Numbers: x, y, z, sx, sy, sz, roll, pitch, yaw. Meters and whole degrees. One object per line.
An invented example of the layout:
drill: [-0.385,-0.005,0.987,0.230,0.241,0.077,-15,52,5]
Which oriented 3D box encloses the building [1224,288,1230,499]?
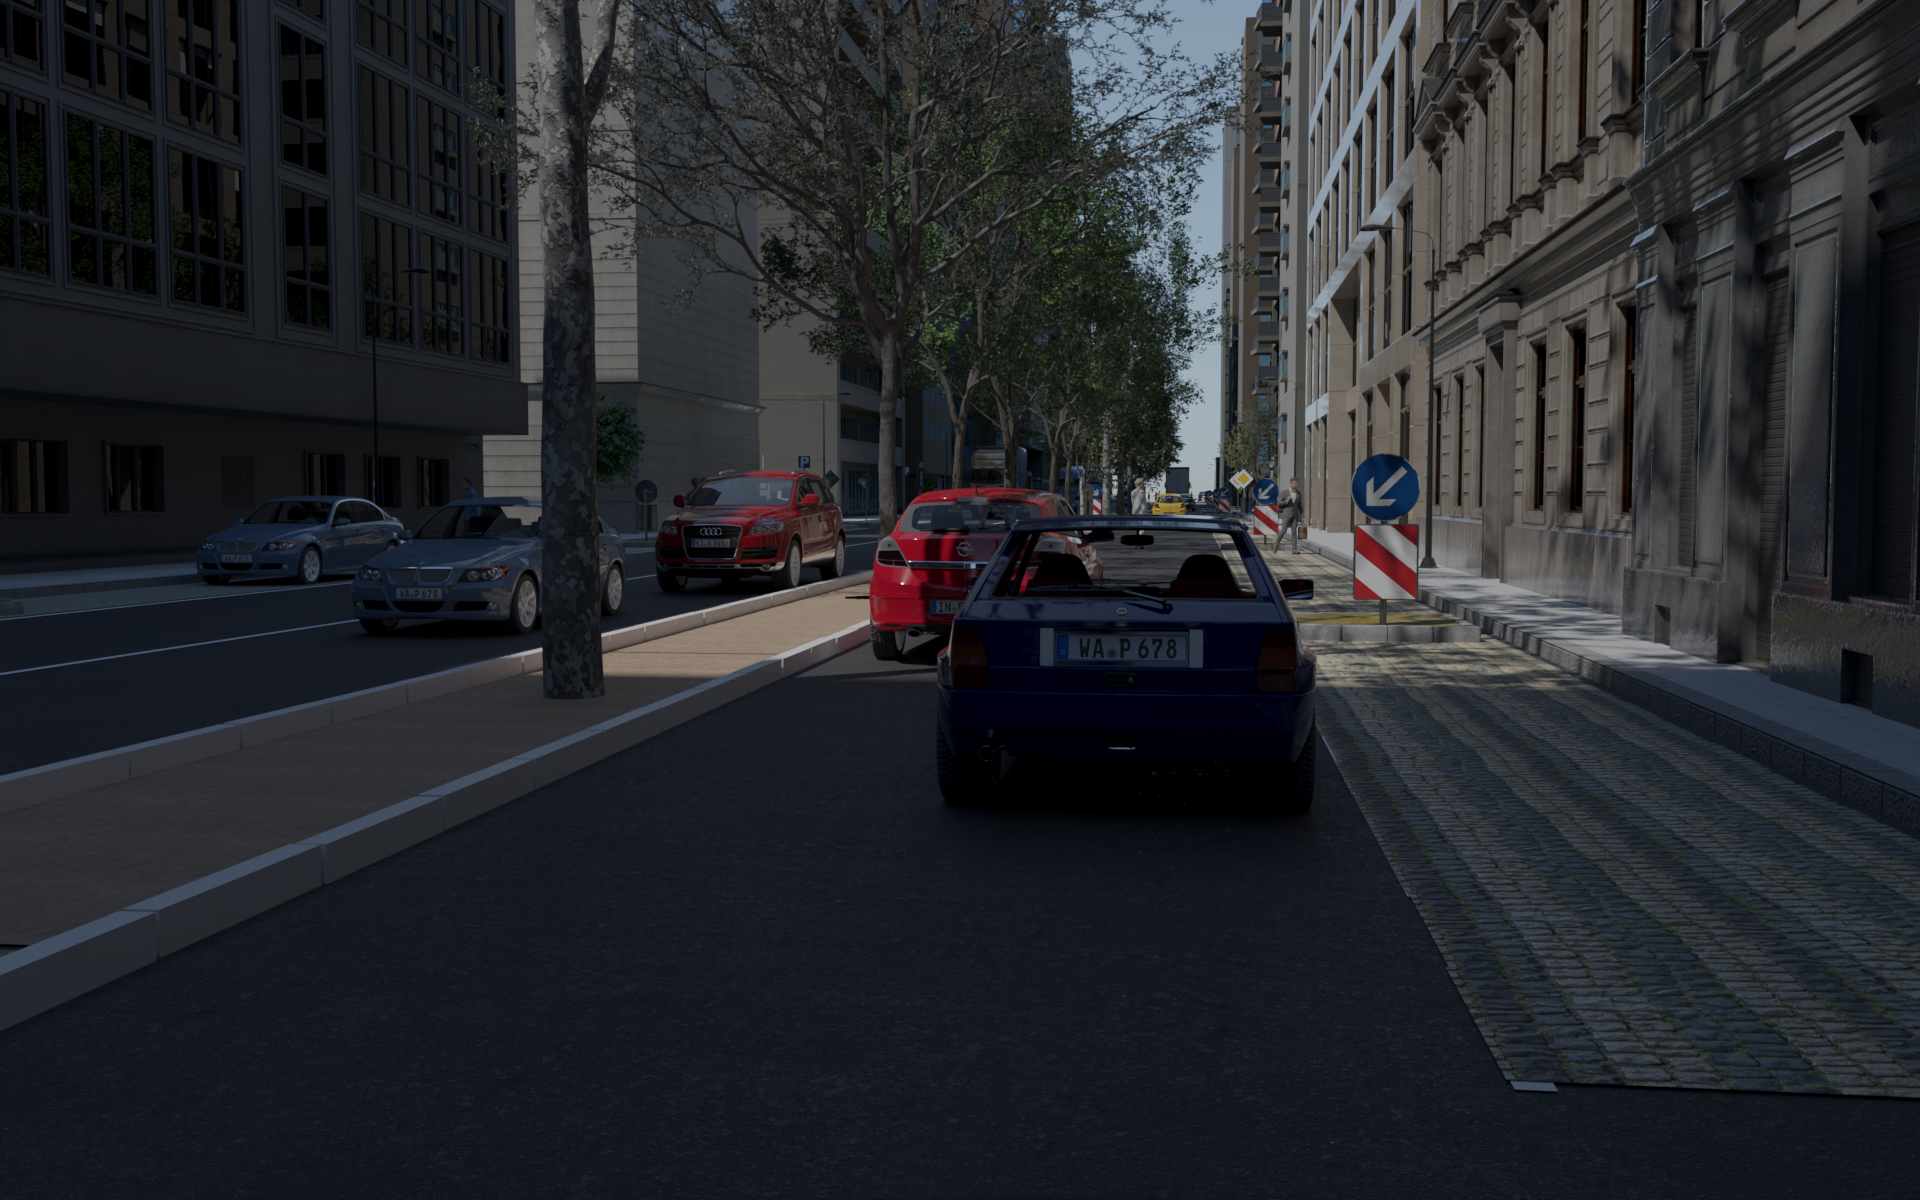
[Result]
building: [43.987,-28.756,241.869,14.160,30.474,14.107,0,4,8]

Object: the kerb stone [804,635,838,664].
kerb stone: [-1.236,0.439,15.018,0.120,0.150,1.000,0,4,8]

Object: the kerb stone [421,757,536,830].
kerb stone: [-2.187,0.875,7.882,0.120,0.150,1.000,0,4,8]

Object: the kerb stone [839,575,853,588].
kerb stone: [-1.823,-0.261,26.462,0.120,0.150,1.000,0,4,8]

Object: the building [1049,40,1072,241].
building: [9.550,-51.388,278.441,20.563,71.187,20.611,0,4,8]

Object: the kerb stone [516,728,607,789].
kerb stone: [-2.052,0.813,8.898,0.120,0.150,1.000,0,4,8]

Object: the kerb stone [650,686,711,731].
kerb stone: [-1.783,0.691,10.938,0.120,0.150,1.000,0,4,8]

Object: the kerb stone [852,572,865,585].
kerb stone: [-1.696,-0.318,27.477,0.120,0.150,1.000,0,4,8]

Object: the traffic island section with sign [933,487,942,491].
traffic island section with sign: [-1.297,-5.704,101.881,1.989,1.847,2.006,0,4,8]

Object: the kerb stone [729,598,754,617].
kerb stone: [-2.639,0.112,20.362,0.120,0.150,1.000,0,4,8]

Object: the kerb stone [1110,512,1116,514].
kerb stone: [10.712,-6.012,120.490,0.120,0.150,1.000,0,4,8]

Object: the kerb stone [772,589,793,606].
kerb stone: [-2.368,-0.012,22.388,0.120,0.150,1.000,0,4,8]

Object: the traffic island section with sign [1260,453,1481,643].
traffic island section with sign: [4.135,-0.551,17.639,1.989,1.847,2.006,0,4,8]

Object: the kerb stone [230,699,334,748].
kerb stone: [-4.000,0.735,10.186,0.120,0.150,1.000,0,4,8]

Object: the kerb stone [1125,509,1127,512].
kerb stone: [14.506,-7.752,148.932,0.120,0.150,1.000,0,4,8]

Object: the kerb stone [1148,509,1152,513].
kerb stone: [15.776,-7.362,142.571,0.120,0.150,1.000,0,4,8]

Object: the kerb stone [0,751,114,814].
kerb stone: [-4.269,0.859,8.149,0.120,0.150,1.000,0,4,8]

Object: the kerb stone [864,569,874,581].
kerb stone: [-1.561,-0.385,28.490,0.120,0.150,1.000,0,4,8]

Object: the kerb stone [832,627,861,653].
kerb stone: [-1.095,0.383,16.032,0.120,0.150,1.000,0,4,8]

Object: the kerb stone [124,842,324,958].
kerb stone: [-2.463,1.000,5.848,0.120,0.150,1.000,0,4,8]

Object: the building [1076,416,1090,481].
building: [15.098,-39.517,296.220,14.600,45.320,14.200,0,4,8]

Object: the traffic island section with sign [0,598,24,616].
traffic island section with sign: [-12.187,-0.709,20.216,1.989,1.847,2.006,0,4,8]

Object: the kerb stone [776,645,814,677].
kerb stone: [-1.369,0.501,14.003,0.120,0.150,1.000,0,4,8]

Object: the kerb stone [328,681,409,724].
kerb stone: [-3.861,0.673,11.199,0.120,0.150,1.000,0,4,8]

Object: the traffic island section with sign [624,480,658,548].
traffic island section with sign: [-8.629,-2.343,46.936,1.989,1.847,2.006,0,4,8]

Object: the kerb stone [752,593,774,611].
kerb stone: [-2.509,0.053,21.376,0.120,0.150,1.000,0,4,8]

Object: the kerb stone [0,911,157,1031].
kerb stone: [-2.592,1.062,4.827,0.120,0.150,1.000,0,4,8]

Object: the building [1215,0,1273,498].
building: [54.687,-59.829,290.880,22.319,86.520,31.000,0,4,8]

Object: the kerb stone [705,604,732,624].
kerb stone: [-2.768,0.178,19.348,0.120,0.150,1.000,0,4,8]

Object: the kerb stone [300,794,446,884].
kerb stone: [-2.319,0.940,6.862,0.120,0.150,1.000,0,4,8]

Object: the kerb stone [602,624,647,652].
kerb stone: [-3.182,0.364,16.293,0.120,0.150,1.000,0,4,8]

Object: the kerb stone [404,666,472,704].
kerb stone: [-3.724,0.610,12.219,0.120,0.150,1.000,0,4,8]

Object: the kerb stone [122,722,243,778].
kerb stone: [-4.139,0.799,9.163,0.120,0.150,1.000,0,4,8]

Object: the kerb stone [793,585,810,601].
kerb stone: [-2.237,-0.071,23.416,0.120,0.150,1.000,0,4,8]

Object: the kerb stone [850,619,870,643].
kerb stone: [-0.966,0.315,17.049,0.120,0.150,1.000,0,4,8]

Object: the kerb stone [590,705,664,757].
kerb stone: [-1.920,0.751,9.918,0.120,0.150,1.000,0,4,8]

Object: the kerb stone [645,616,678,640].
kerb stone: [-3.045,0.299,17.311,0.120,0.150,1.000,0,4,8]

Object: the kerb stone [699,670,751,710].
kerb stone: [-1.648,0.628,11.966,0.120,0.150,1.000,0,4,8]

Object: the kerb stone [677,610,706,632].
kerb stone: [-2.913,0.237,18.327,0.120,0.150,1.000,0,4,8]

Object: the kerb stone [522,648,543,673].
kerb stone: [-3.454,0.486,14.252,0.120,0.150,1.000,0,4,8]

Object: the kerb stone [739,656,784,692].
kerb stone: [-1.513,0.564,12.979,0.120,0.150,1.000,0,4,8]

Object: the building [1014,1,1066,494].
building: [5.098,-57.442,251.854,22.319,86.520,31.000,0,4,8]

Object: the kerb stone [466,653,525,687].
kerb stone: [-3.596,0.548,13.237,0.120,0.150,1.000,0,4,8]

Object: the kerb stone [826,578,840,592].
kerb stone: [-1.960,-0.199,25.445,0.120,0.150,1.000,0,4,8]

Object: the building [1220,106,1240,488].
building: [50.126,-44.028,261.850,21.231,58.520,28.212,0,4,8]

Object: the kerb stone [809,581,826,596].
kerb stone: [-2.093,-0.137,24.429,0.120,0.150,1.000,0,4,8]
